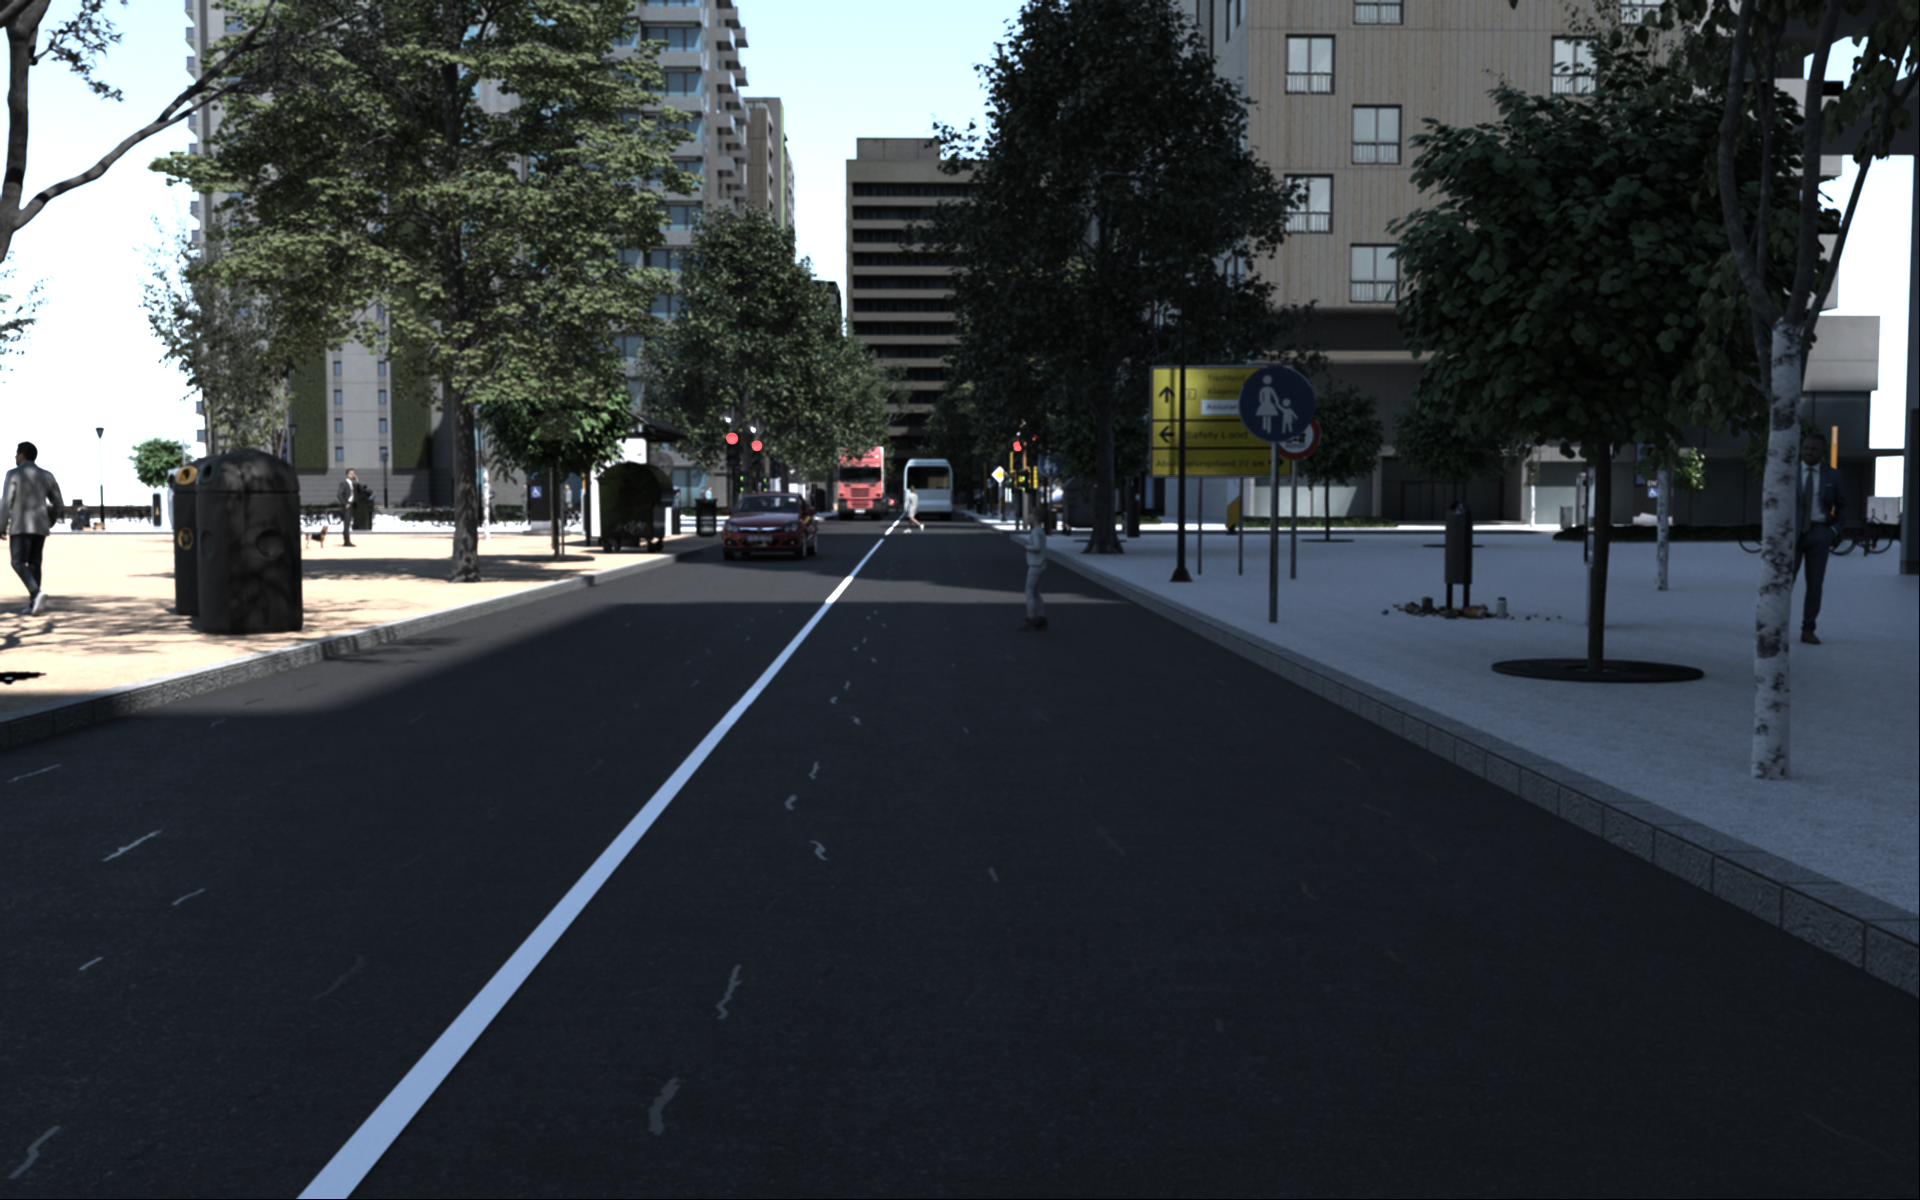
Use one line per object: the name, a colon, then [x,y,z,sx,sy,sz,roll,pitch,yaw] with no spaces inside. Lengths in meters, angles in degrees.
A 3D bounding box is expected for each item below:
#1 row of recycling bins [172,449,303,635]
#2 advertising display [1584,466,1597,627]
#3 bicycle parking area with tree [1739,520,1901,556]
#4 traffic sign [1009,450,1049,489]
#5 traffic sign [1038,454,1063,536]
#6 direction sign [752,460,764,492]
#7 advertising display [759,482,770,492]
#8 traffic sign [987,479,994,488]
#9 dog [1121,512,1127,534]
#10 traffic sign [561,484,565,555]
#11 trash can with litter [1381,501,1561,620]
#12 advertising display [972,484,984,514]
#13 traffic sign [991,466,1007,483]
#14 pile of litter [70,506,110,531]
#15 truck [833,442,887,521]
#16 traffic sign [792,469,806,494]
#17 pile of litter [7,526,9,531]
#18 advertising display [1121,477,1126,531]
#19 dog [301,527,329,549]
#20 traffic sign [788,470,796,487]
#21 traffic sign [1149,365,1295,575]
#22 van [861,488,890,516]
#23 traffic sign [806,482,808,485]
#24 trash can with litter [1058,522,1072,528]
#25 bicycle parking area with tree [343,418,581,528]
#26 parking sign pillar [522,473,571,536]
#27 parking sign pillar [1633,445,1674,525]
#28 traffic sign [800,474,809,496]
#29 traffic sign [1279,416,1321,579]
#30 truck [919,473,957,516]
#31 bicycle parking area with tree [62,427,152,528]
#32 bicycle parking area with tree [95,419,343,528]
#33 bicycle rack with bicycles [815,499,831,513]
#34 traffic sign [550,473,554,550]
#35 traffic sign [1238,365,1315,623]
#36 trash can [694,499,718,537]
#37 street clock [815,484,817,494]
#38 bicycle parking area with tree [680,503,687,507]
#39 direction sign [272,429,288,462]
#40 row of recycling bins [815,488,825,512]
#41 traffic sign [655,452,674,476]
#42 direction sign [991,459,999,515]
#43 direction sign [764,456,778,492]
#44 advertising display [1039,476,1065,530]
row of recycling bins: [-7.218,-0.624,17.323,1.069,1.692,3.534,-2,4,-29]
advertising display: [6.124,-0.701,16.683,0.123,1.923,0.974,1,4,15]
bicycle parking area with tree: [21.361,-3.124,38.072,9.016,4.147,8.231,3,5,43]
traffic sign: [3.434,-5.305,80.617,2.265,3.308,0.079,0,4,8]
traffic sign: [2.753,-3.210,52.584,0.768,2.556,0.104,0,4,1]
direction sign: [-10.297,-5.838,87.442,0.876,3.537,0.379,-1,4,-15]
advertising display: [-10.591,-5.400,93.503,0.974,1.923,0.123,2,4,27]
traffic sign: [2.028,-7.039,117.213,0.606,2.300,0.079,0,4,6]
dog: [5.560,-2.505,57.801,0.513,0.831,0.800,1,4,16]
traffic sign: [-8.428,-2.244,36.696,0.884,2.594,0.081,0,3,0]
trash can with litter: [5.319,-0.461,18.602,1.678,1.210,2.233,0,4,-4]
advertising display: [1.260,-6.645,113.860,0.974,1.923,0.123,-2,4,-27]
traffic sign: [1.900,-5.022,81.841,0.795,2.593,0.064,0,4,7]
pile of litter: [-30.600,-2.878,61.023,1.176,0.858,1.719,1,4,19]
truck: [-5.463,-6.551,96.017,2.839,4.237,11.283,0,4,-2]
traffic sign: [-8.282,-5.437,89.000,0.768,2.556,0.104,0,4,5]
pile of litter: [-32.989,-2.881,61.072,1.719,0.858,1.176,3,5,45]
advertising display: [5.778,-3.423,61.179,0.123,1.923,0.974,0,4,7]
dog: [-15.216,-1.470,40.861,0.406,0.507,0.540,1,4,21]
traffic sign: [-8.841,-5.463,89.331,0.884,2.594,0.081,0,4,5]
traffic sign: [4.135,-2.052,27.426,2.265,3.308,0.079,0,4,5]
van: [-5.564,-6.521,113.629,2.013,2.044,4.112,0,4,0]
traffic sign: [-10.387,-6.987,114.346,0.768,2.556,0.104,0,4,2]
trash can with litter: [4.096,-3.395,66.560,1.678,1.210,2.233,1,4,16]
bicycle parking area with tree: [-17.845,-4.980,68.431,9.016,4.147,8.231,1,4,20]
parking sign pillar: [-12.704,-3.954,53.119,1.447,3.967,1.447,1,4,14]
parking sign pillar: [25.170,-4.548,62.838,1.447,3.967,1.447,2,4,25]
traffic sign: [-8.546,-5.714,93.524,0.768,2.556,0.104,0,4,1]
traffic sign: [5.034,-1.589,26.091,0.768,2.556,0.104,0,4,1]
truck: [-1.898,-7.319,115.581,3.469,3.379,9.791,0,4,0]
bicycle parking area with tree: [-39.433,-5.357,74.581,8.231,4.147,9.016,2,4,24]
bicycle parking area with tree: [-27.574,-5.027,69.186,9.016,4.147,8.231,1,4,15]
bicycle rack with bicycles: [-10.084,-6.339,117.019,2.925,0.926,2.852,-2,4,-28]
traffic sign: [-9.400,-2.437,39.949,0.768,2.556,0.104,0,4,-1]
traffic sign: [3.134,-1.048,17.247,0.768,2.556,0.104,0,4,1]
trash can: [-7.601,-2.460,51.872,0.748,1.137,0.748,0,3,0]
street clock: [-9.659,-6.695,114.026,0.471,2.002,0.358,-2,4,-30]
bicycle parking area with tree: [-24.972,-8.641,128.288,8.231,4.147,9.016,-2,4,-35]
direction sign: [-23.702,-4.185,60.421,0.876,3.537,0.379,3,4,36]
row of recycling bins: [-10.461,-7.259,125.803,1.069,1.692,3.534,0,4,5]
traffic sign: [-9.073,-3.210,52.583,0.768,2.556,0.104,0,4,4]
direction sign: [2.168,-7.000,106.446,0.379,3.537,0.876,-2,4,-35]
direction sign: [-9.315,-5.796,86.769,0.379,3.537,0.876,-2,4,-34]
advertising display: [3.325,-3.504,62.501,0.974,1.923,0.123,1,4,23]
